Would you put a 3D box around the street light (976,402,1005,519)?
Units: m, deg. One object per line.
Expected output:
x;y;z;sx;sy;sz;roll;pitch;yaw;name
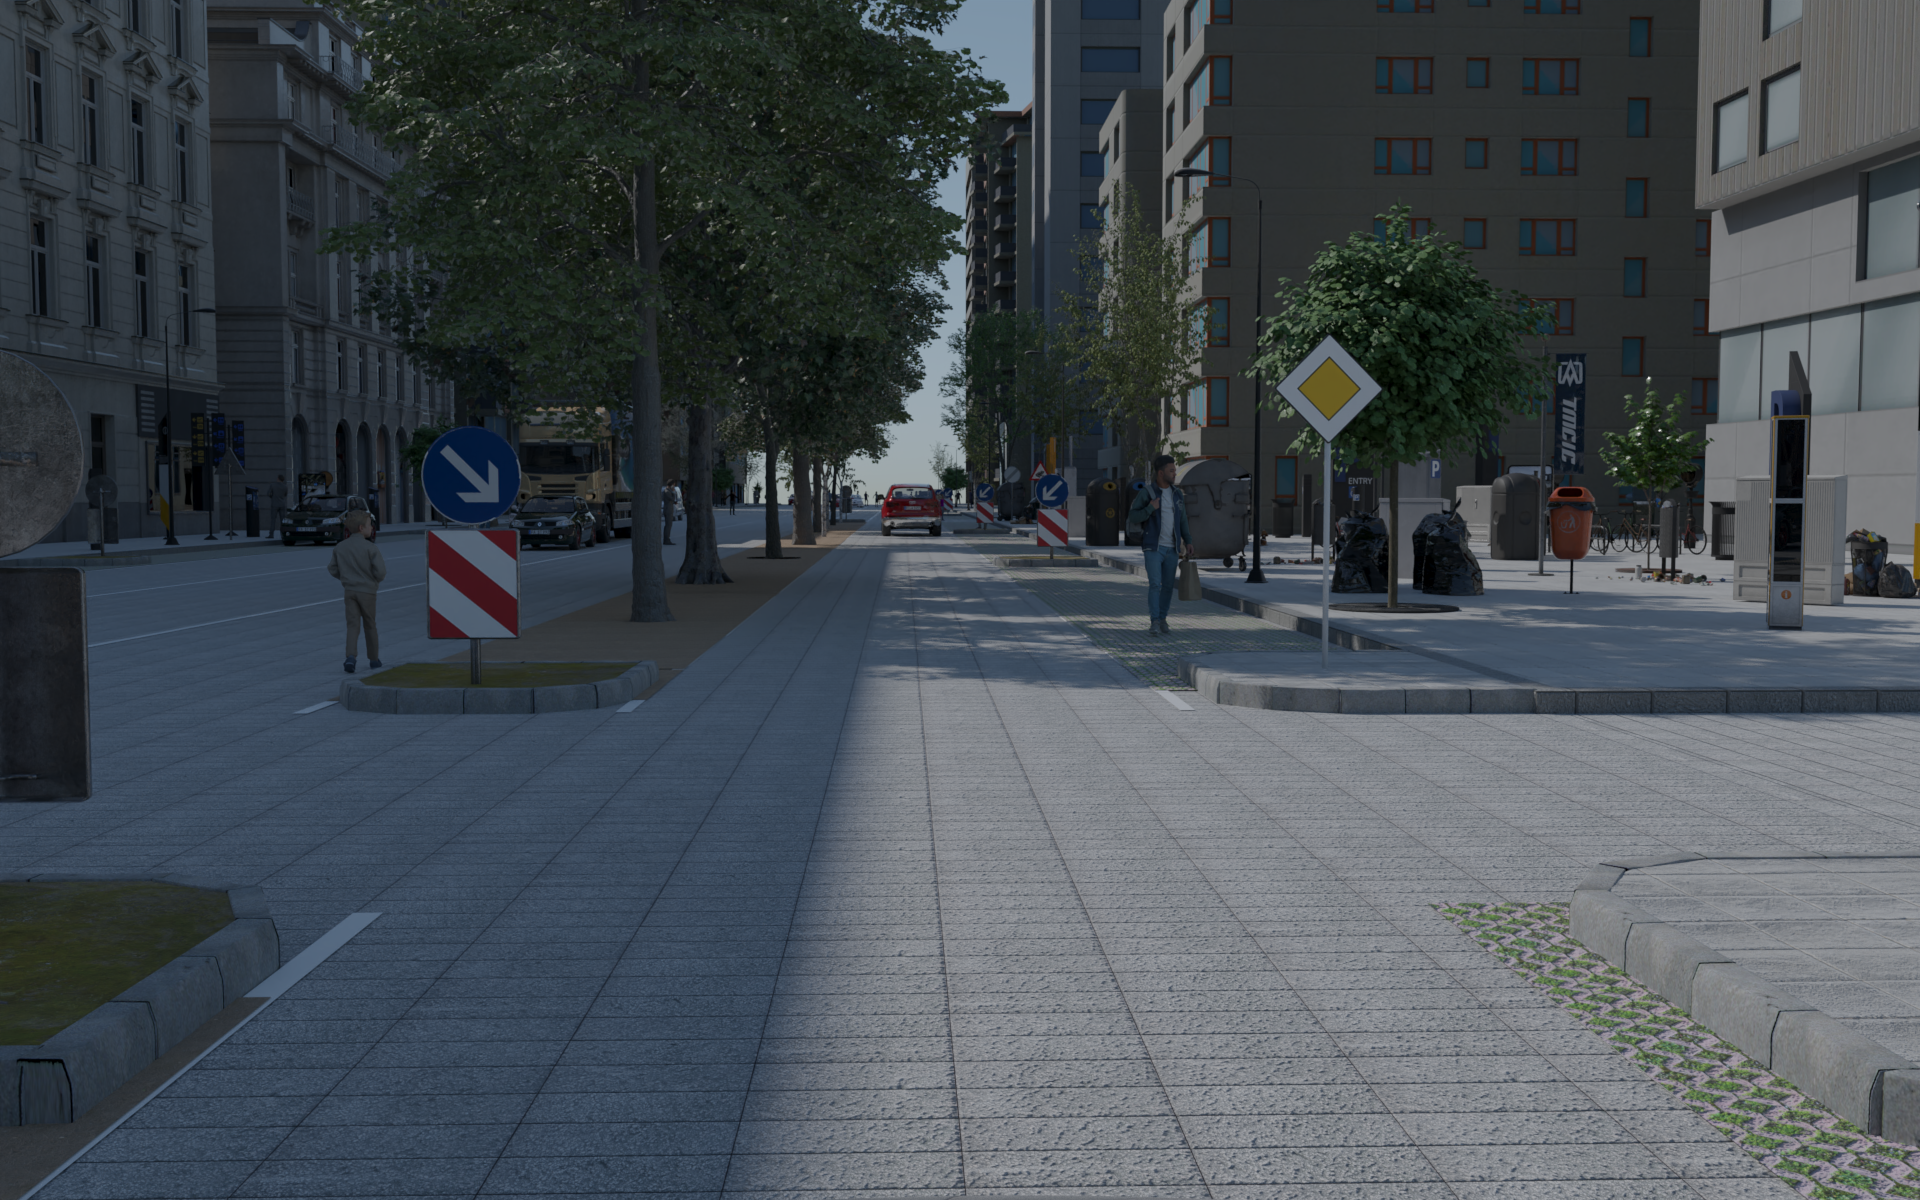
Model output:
1.697;-7.039;87.632;1.470;5.913;1.316;0;4;-2;street light

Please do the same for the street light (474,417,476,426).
-20.247;-6.225;74.313;1.470;5.913;1.316;0;4;-2;street light

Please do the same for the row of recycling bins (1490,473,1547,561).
11.282;-1.705;34.994;1.069;1.692;3.534;1;4;22;row of recycling bins

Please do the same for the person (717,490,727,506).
-24.527;-10.521;178.781;1.217;1.735;0.721;0;4;7;person

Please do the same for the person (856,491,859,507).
-11.324;-11.261;192.621;0.705;1.823;1.348;-1;4;-11;person

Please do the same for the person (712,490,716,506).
-26.798;-11.039;187.248;1.217;1.743;0.721;2;4;32;person

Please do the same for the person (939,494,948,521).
-0.919;-4.994;93.372;0.599;1.433;0.991;2;4;29;person

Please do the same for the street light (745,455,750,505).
-24.536;-14.093;202.959;1.470;5.913;1.316;0;4;-2;street light

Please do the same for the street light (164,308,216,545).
-19.259;-4.331;43.356;1.470;5.913;1.316;0;4;-2;street light

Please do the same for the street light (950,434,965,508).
0.134;-9.830;133.264;1.470;5.913;1.316;0;4;-2;street light

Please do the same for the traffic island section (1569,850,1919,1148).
2.994;1.071;4.764;2.009;0.180;2.903;0;4;-2;traffic island section

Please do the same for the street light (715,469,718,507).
-23.585;-12.164;171.427;1.470;5.913;1.316;0;4;-2;street light

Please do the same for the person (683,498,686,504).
-14.896;-5.415;96.995;1.348;1.831;0.705;-2;4;-31;person

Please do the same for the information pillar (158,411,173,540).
-22.370;-3.514;48.805;0.504;3.616;0.183;2;4;31;information pillar

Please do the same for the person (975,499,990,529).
0.911;-3.828;71.281;0.583;1.804;0.606;3;5;43;person

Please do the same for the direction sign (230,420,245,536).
-22.398;-3.740;53.153;0.876;3.537;0.379;-3;4;-37;direction sign

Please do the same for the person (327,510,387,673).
-4.870;-0.075;14.005;0.475;1.303;0.640;0;4;-7;person

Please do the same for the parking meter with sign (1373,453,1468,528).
7.832;-2.041;29.631;0.543;3.016;1.738;-3;5;-45;parking meter with sign

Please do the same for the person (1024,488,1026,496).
3.982;-6.483;112.766;0.721;1.743;1.217;-1;4;-14;person

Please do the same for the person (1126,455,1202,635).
2.085;-0.549;17.463;0.794;1.824;0.713;0;4;-7;person

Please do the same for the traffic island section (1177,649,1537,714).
2.729;0.583;12.745;2.009;0.180;2.903;0;4;-2;traffic island section

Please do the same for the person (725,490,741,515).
-15.362;-6.588;117.039;1.217;1.723;0.721;1;4;19;person

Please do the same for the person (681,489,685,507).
-27.357;-10.142;171.835;0.705;1.831;1.348;2;4;29;person

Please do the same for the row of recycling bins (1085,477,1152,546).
4.861;-2.180;42.762;3.534;1.692;1.069;0;4;7;row of recycling bins

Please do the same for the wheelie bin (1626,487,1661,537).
20.227;-2.654;51.298;0.980;1.594;0.693;1;4;22;wheelie bin

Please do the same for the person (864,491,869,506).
-10.908;-11.875;203.110;0.568;1.767;0.683;3;4;39;person

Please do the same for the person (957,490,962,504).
-0.192;-12.883;217.229;0.990;1.755;0.434;1;4;20;person

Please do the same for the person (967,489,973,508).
0.932;-9.273;158.579;0.541;1.710;0.530;3;5;43;person

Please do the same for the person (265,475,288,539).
-19.787;-2.709;50.135;0.655;1.846;0.447;-3;4;-37;person

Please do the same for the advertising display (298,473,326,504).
-20.051;-2.963;53.654;0.123;1.923;0.974;2;4;29;advertising display

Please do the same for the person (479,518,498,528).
-15.496;-2.948;56.682;0.713;1.824;0.794;0;4;8;person

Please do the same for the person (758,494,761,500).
-26.881;-13.768;231.697;0.434;1.755;0.990;0;4;-2;person

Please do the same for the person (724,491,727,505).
-26.992;-11.825;199.476;0.705;1.812;1.348;0;4;2;person

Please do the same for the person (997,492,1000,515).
2.449;-5.798;102.311;0.593;1.643;0.415;1;4;23;person

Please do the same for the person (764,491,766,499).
-23.457;-12.288;209.284;0.599;1.838;0.709;1;4;20;person

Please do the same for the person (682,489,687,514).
-19.375;-6.967;122.409;0.705;1.824;1.348;-3;5;-45;person

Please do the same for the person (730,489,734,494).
-24.478;-10.982;185.692;0.705;1.812;1.348;1;4;22;person

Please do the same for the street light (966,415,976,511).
1.193;-7.906;101.809;1.470;5.913;1.316;0;4;-2;street light

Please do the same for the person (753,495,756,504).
-27.781;-13.930;234.461;0.551;1.740;0.621;0;4;-3;person

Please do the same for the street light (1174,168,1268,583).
3.745;-3.199;24.852;1.470;5.913;1.316;0;4;-2;street light

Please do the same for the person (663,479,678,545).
-8.160;-2.479;48.833;0.447;1.846;0.655;-1;4;-22;person

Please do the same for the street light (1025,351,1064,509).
2.808;-5.124;56.320;1.470;5.913;1.316;0;4;-2;street light

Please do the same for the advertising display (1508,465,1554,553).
12.523;-2.008;38.049;0.974;1.923;0.123;2;4;30;advertising display

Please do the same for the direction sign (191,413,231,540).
-20.974;-3.449;48.394;0.876;3.537;0.379;-1;4;-15;direction sign

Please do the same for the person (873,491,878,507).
-8.947;-10.862;186.878;1.217;1.735;0.721;3;4;36;person

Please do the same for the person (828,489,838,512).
-10.558;-8.063;140.317;1.348;1.826;0.705;0;4;8;person

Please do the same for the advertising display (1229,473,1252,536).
8.534;-2.955;53.529;0.974;1.923;0.123;1;4;21;advertising display

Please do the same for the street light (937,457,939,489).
-1.455;-12.997;185.042;1.470;5.913;1.316;0;4;-2;street light

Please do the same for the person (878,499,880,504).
-11.416;-14.410;247.338;0.697;1.427;0.421;3;5;44;person

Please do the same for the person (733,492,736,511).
-19.322;-8.468;148.424;0.415;1.643;0.593;-1;4;-17;person

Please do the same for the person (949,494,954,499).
-1.214;-13.058;219.617;1.350;1.814;0.705;-3;5;-40;person

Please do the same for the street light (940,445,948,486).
-0.875;-11.723;164.207;1.470;5.913;1.316;0;4;-2;street light
